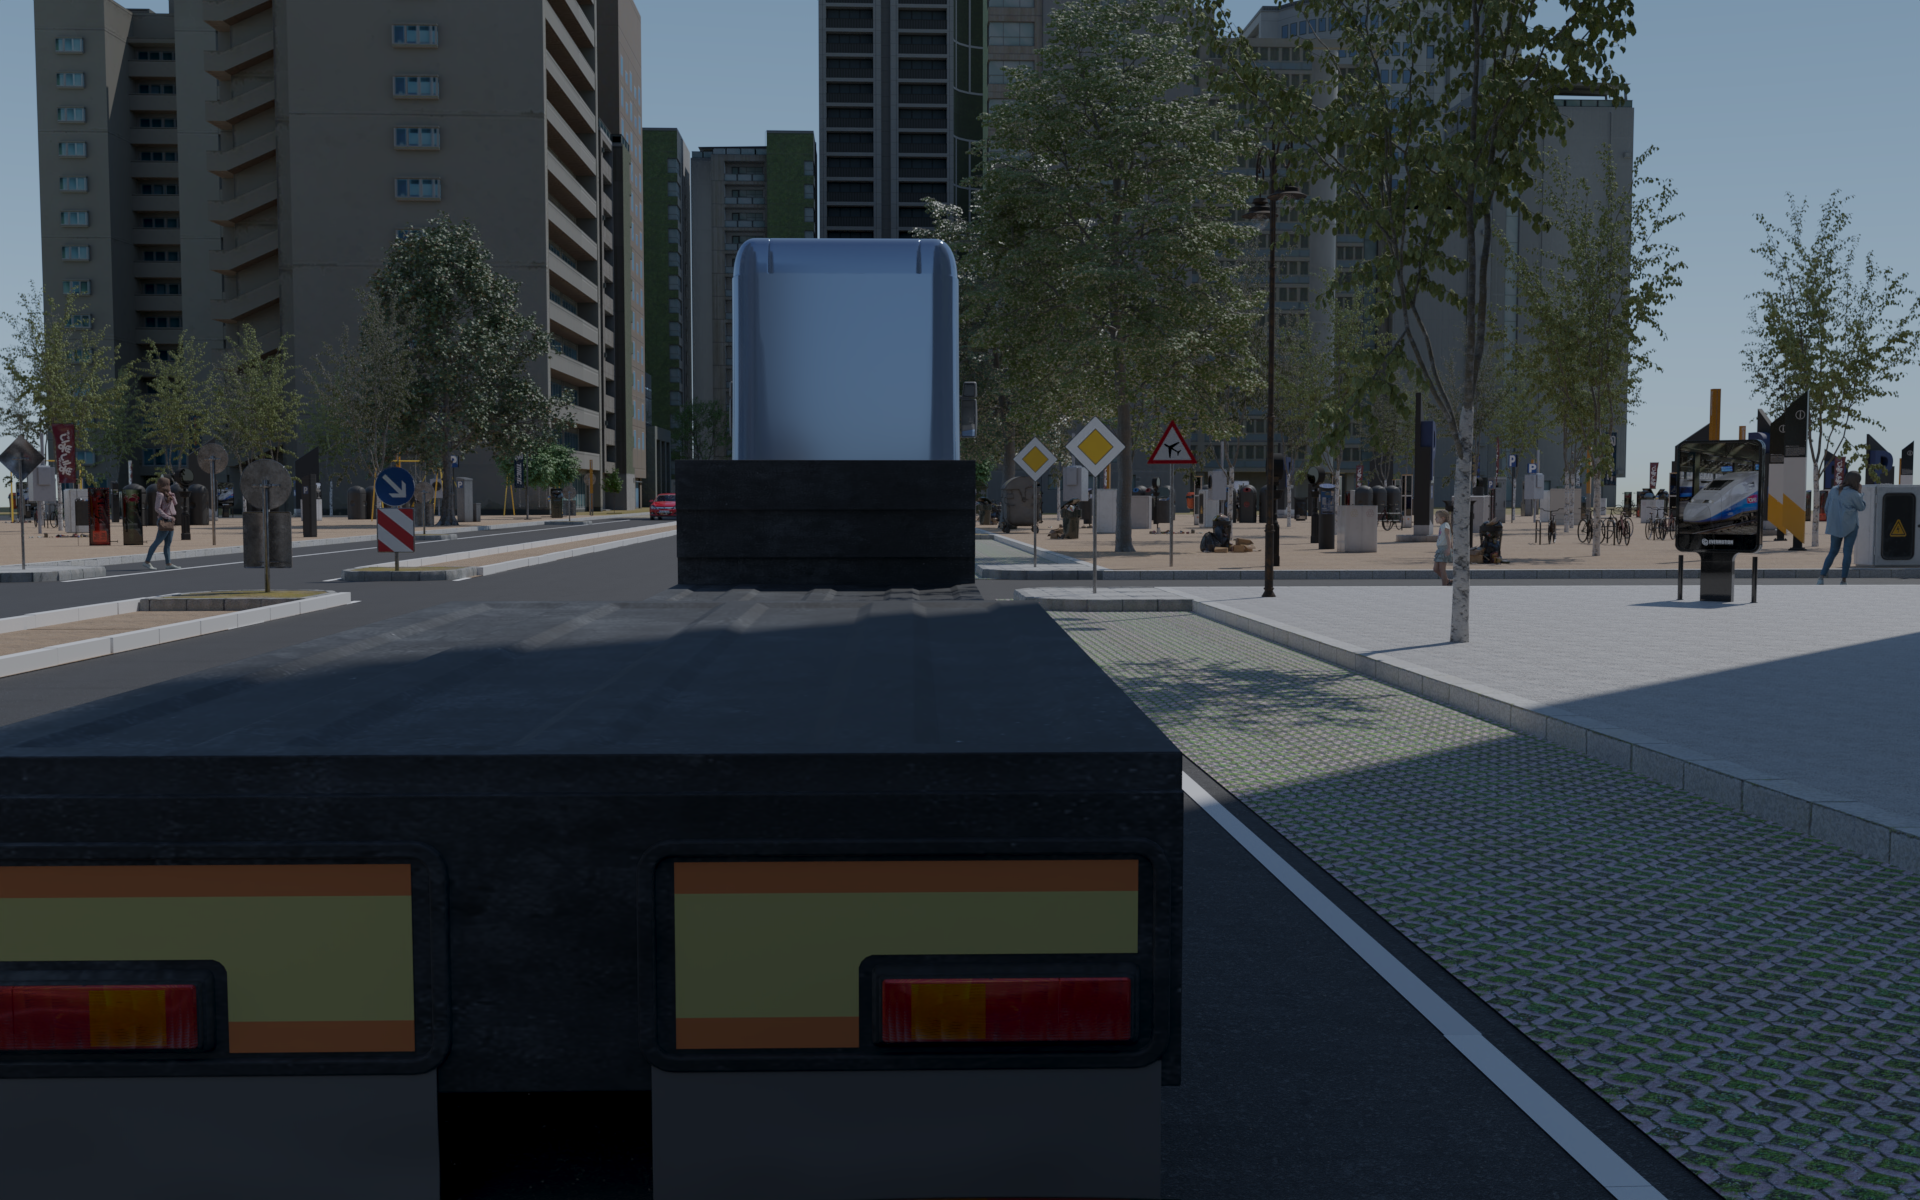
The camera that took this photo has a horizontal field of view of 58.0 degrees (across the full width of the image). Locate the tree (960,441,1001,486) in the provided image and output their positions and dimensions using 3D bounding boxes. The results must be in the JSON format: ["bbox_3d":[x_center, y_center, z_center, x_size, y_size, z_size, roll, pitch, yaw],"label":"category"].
[{"bbox_3d":[0.508,-6.613,91.844,4.285,4.588,4.351,0,3,0],"label":"tree"}]

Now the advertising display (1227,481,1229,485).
[{"bbox_3d":[13.826,-5.073,88.164,0.123,1.923,0.974,-2,4,-27],"label":"advertising display"}]

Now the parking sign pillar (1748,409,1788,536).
[{"bbox_3d":[25.060,-4.008,54.006,1.447,3.967,1.447,0,4,-1],"label":"parking sign pillar"}]

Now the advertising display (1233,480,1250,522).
[{"bbox_3d":[13.110,-4.629,80.904,0.974,1.923,0.123,-2,4,-30],"label":"advertising display"}]

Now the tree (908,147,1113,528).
[{"bbox_3d":[1.789,-9.659,64.584,9.857,13.997,8.962,0,3,0],"label":"tree"}]

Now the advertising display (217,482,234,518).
[{"bbox_3d":[-40.190,-5.474,94.719,0.123,1.923,0.974,3,4,38],"label":"advertising display"}]

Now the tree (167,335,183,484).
[{"bbox_3d":[-35.326,-7.818,78.188,4.737,8.622,4.395,0,3,0],"label":"tree"}]

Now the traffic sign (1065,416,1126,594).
[{"bbox_3d":[1.735,-1.141,22.291,0.795,2.450,0.064,0,4,-3],"label":"traffic sign"}]

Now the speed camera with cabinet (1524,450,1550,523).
[{"bbox_3d":[26.404,-5.134,78.271,2.038,3.252,0.660,-2,4,-32],"label":"speed camera with cabinet"}]

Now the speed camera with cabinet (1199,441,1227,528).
[{"bbox_3d":[9.593,-4.373,65.833,0.660,3.252,2.038,0,4,-6],"label":"speed camera with cabinet"}]

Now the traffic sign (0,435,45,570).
[{"bbox_3d":[-15.910,-1.574,29.372,0.795,2.450,0.064,0,4,-3],"label":"traffic sign"}]

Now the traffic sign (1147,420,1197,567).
[{"bbox_3d":[3.732,-1.868,30.540,0.884,2.594,0.081,0,4,0],"label":"traffic sign"}]

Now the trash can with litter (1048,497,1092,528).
[{"bbox_3d":[4.390,-3.313,65.224,2.233,1.210,1.678,2,4,35],"label":"trash can with litter"}]

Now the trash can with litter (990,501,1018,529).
[{"bbox_3d":[1.713,-3.155,62.967,0.624,1.170,1.055,-2,4,-27],"label":"trash can with litter"}]

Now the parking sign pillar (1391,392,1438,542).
[{"bbox_3d":[12.482,-3.551,46.531,1.447,3.967,1.447,1,4,20],"label":"parking sign pillar"}]

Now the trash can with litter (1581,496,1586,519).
[{"bbox_3d":[31.847,-4.704,88.290,0.624,1.170,1.055,0,4,5],"label":"trash can with litter"}]

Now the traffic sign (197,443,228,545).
[{"bbox_3d":[-18.711,-2.647,43.378,0.768,2.556,0.104,0,4,-1],"label":"traffic sign"}]

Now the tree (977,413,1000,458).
[{"bbox_3d":[-0.845,-10.675,108.953,8.767,10.594,7.601,-2,4,-31],"label":"tree"}]

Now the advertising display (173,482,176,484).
[{"bbox_3d":[-40.286,-5.177,89.861,0.123,1.923,0.974,3,4,39],"label":"advertising display"}]

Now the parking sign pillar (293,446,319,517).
[{"bbox_3d":[-36.442,-6.611,96.557,1.447,3.967,1.447,-3,4,-37],"label":"parking sign pillar"}]

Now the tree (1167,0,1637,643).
[{"bbox_3d":[4.170,-3.950,14.939,4.737,8.622,4.395,0,3,0],"label":"tree"}]

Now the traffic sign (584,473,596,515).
[{"bbox_3d":[-22.381,-6.396,104.686,0.768,2.556,0.104,0,4,5],"label":"traffic sign"}]

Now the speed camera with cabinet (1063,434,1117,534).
[{"bbox_3d":[4.397,-3.800,56.464,2.038,3.252,0.660,2,4,29],"label":"speed camera with cabinet"}]

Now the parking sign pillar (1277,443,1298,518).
[{"bbox_3d":[17.261,-6.310,91.647,1.447,3.967,1.447,2,4,34],"label":"parking sign pillar"}]

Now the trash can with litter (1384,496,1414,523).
[{"bbox_3d":[19.821,-4.085,77.844,2.233,1.210,1.678,1,4,22],"label":"trash can with litter"}]

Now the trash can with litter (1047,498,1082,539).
[{"bbox_3d":[2.951,-2.327,49.426,1.055,1.170,0.624,3,5,41],"label":"trash can with litter"}]

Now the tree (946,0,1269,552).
[{"bbox_3d":[3.252,-7.341,38.153,7.486,12.596,7.792,0,3,0],"label":"tree"}]

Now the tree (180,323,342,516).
[{"bbox_3d":[-29.852,-7.578,74.259,4.737,8.622,4.395,0,3,0],"label":"tree"}]

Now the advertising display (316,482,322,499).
[{"bbox_3d":[-34.728,-5.383,93.226,0.123,1.923,0.974,1,4,17],"label":"advertising display"}]

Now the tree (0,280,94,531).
[{"bbox_3d":[-31.195,-6.724,60.295,4.737,8.622,4.395,0,3,0],"label":"tree"}]

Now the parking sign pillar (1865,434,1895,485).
[{"bbox_3d":[41.213,-5.451,77.602,1.447,3.967,1.447,-1,4,-20],"label":"parking sign pillar"}]

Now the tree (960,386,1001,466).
[{"bbox_3d":[1.019,-9.154,100.036,4.737,8.622,4.395,0,3,0],"label":"tree"}]

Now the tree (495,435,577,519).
[{"bbox_3d":[-22.259,-6.437,88.967,4.285,4.588,4.351,0,3,0],"label":"tree"}]

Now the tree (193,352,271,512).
[{"bbox_3d":[-37.020,-8.488,89.138,4.360,8.622,3.978,0,3,0],"label":"tree"}]

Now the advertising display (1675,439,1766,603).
[{"bbox_3d":[9.045,-0.944,20.644,0.974,1.923,0.123,3,5,41],"label":"advertising display"}]

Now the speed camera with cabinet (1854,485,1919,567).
[{"bbox_3d":[16.961,-2.220,30.634,2.038,3.252,0.660,0,4,-8],"label":"speed camera with cabinet"}]

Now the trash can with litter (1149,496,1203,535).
[{"bbox_3d":[6.987,-2.741,55.872,2.233,1.210,1.678,-1,4,-23],"label":"trash can with litter"}]

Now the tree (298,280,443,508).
[{"bbox_3d":[-20.162,-6.676,59.514,4.360,8.622,3.978,0,3,0],"label":"tree"}]

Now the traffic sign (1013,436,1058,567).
[{"bbox_3d":[1.311,-1.628,30.264,0.795,2.450,0.064,0,4,-3],"label":"traffic sign"}]

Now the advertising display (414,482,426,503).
[{"bbox_3d":[-28.647,-5.303,91.923,0.974,1.923,0.123,3,5,41],"label":"advertising display"}]

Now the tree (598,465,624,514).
[{"bbox_3d":[-22.726,-7.294,113.852,1.663,3.219,1.824,0,3,0],"label":"tree"}]

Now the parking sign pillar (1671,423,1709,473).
[{"bbox_3d":[27.676,-4.719,65.630,1.447,3.967,1.447,0,4,-1],"label":"parking sign pillar"}]

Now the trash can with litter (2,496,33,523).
[{"bbox_3d":[-41.748,-4.013,76.663,1.678,1.210,2.233,-1,4,-14],"label":"trash can with litter"}]

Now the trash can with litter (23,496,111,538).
[{"bbox_3d":[-26.394,-2.465,51.357,2.233,1.210,1.678,-2,4,-34],"label":"trash can with litter"}]

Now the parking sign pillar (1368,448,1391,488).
[{"bbox_3d":[23.244,-6.561,95.740,1.447,3.967,1.447,0,4,-5],"label":"parking sign pillar"}]

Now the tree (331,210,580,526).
[{"bbox_3d":[-20.862,-9.383,70.415,9.611,12.733,9.660,0,3,0],"label":"tree"}]

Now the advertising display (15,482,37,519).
[{"bbox_3d":[-48.755,-5.212,90.437,0.123,1.923,0.974,3,5,41],"label":"advertising display"}]

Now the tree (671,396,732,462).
[{"bbox_3d":[-27.053,-15.660,181.793,9.928,11.665,9.643,0,3,0],"label":"tree"}]

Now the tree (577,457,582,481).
[{"bbox_3d":[-22.779,-6.909,96.674,4.285,4.588,4.351,0,3,0],"label":"tree"}]

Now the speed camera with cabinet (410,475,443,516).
[{"bbox_3d":[-30.954,-6.462,99.993,2.038,3.252,0.660,-1,4,-20],"label":"speed camera with cabinet"}]

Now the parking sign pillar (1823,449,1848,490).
[{"bbox_3d":[51.781,-6.968,102.396,1.447,3.967,1.447,1,4,22],"label":"parking sign pillar"}]

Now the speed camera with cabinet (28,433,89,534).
[{"bbox_3d":[-29.298,-3.812,56.667,2.038,3.252,0.660,-3,5,-43],"label":"speed camera with cabinet"}]

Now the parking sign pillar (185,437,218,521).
[{"bbox_3d":[-35.942,-5.719,81.971,1.447,3.967,1.447,3,5,40],"label":"parking sign pillar"}]

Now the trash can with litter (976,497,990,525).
[{"bbox_3d":[1.119,-3.684,71.613,0.624,1.170,1.055,2,4,34],"label":"trash can with litter"}]

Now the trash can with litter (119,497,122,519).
[{"bbox_3d":[-42.770,-4.655,87.162,1.678,1.210,2.233,0,4,4],"label":"trash can with litter"}]
